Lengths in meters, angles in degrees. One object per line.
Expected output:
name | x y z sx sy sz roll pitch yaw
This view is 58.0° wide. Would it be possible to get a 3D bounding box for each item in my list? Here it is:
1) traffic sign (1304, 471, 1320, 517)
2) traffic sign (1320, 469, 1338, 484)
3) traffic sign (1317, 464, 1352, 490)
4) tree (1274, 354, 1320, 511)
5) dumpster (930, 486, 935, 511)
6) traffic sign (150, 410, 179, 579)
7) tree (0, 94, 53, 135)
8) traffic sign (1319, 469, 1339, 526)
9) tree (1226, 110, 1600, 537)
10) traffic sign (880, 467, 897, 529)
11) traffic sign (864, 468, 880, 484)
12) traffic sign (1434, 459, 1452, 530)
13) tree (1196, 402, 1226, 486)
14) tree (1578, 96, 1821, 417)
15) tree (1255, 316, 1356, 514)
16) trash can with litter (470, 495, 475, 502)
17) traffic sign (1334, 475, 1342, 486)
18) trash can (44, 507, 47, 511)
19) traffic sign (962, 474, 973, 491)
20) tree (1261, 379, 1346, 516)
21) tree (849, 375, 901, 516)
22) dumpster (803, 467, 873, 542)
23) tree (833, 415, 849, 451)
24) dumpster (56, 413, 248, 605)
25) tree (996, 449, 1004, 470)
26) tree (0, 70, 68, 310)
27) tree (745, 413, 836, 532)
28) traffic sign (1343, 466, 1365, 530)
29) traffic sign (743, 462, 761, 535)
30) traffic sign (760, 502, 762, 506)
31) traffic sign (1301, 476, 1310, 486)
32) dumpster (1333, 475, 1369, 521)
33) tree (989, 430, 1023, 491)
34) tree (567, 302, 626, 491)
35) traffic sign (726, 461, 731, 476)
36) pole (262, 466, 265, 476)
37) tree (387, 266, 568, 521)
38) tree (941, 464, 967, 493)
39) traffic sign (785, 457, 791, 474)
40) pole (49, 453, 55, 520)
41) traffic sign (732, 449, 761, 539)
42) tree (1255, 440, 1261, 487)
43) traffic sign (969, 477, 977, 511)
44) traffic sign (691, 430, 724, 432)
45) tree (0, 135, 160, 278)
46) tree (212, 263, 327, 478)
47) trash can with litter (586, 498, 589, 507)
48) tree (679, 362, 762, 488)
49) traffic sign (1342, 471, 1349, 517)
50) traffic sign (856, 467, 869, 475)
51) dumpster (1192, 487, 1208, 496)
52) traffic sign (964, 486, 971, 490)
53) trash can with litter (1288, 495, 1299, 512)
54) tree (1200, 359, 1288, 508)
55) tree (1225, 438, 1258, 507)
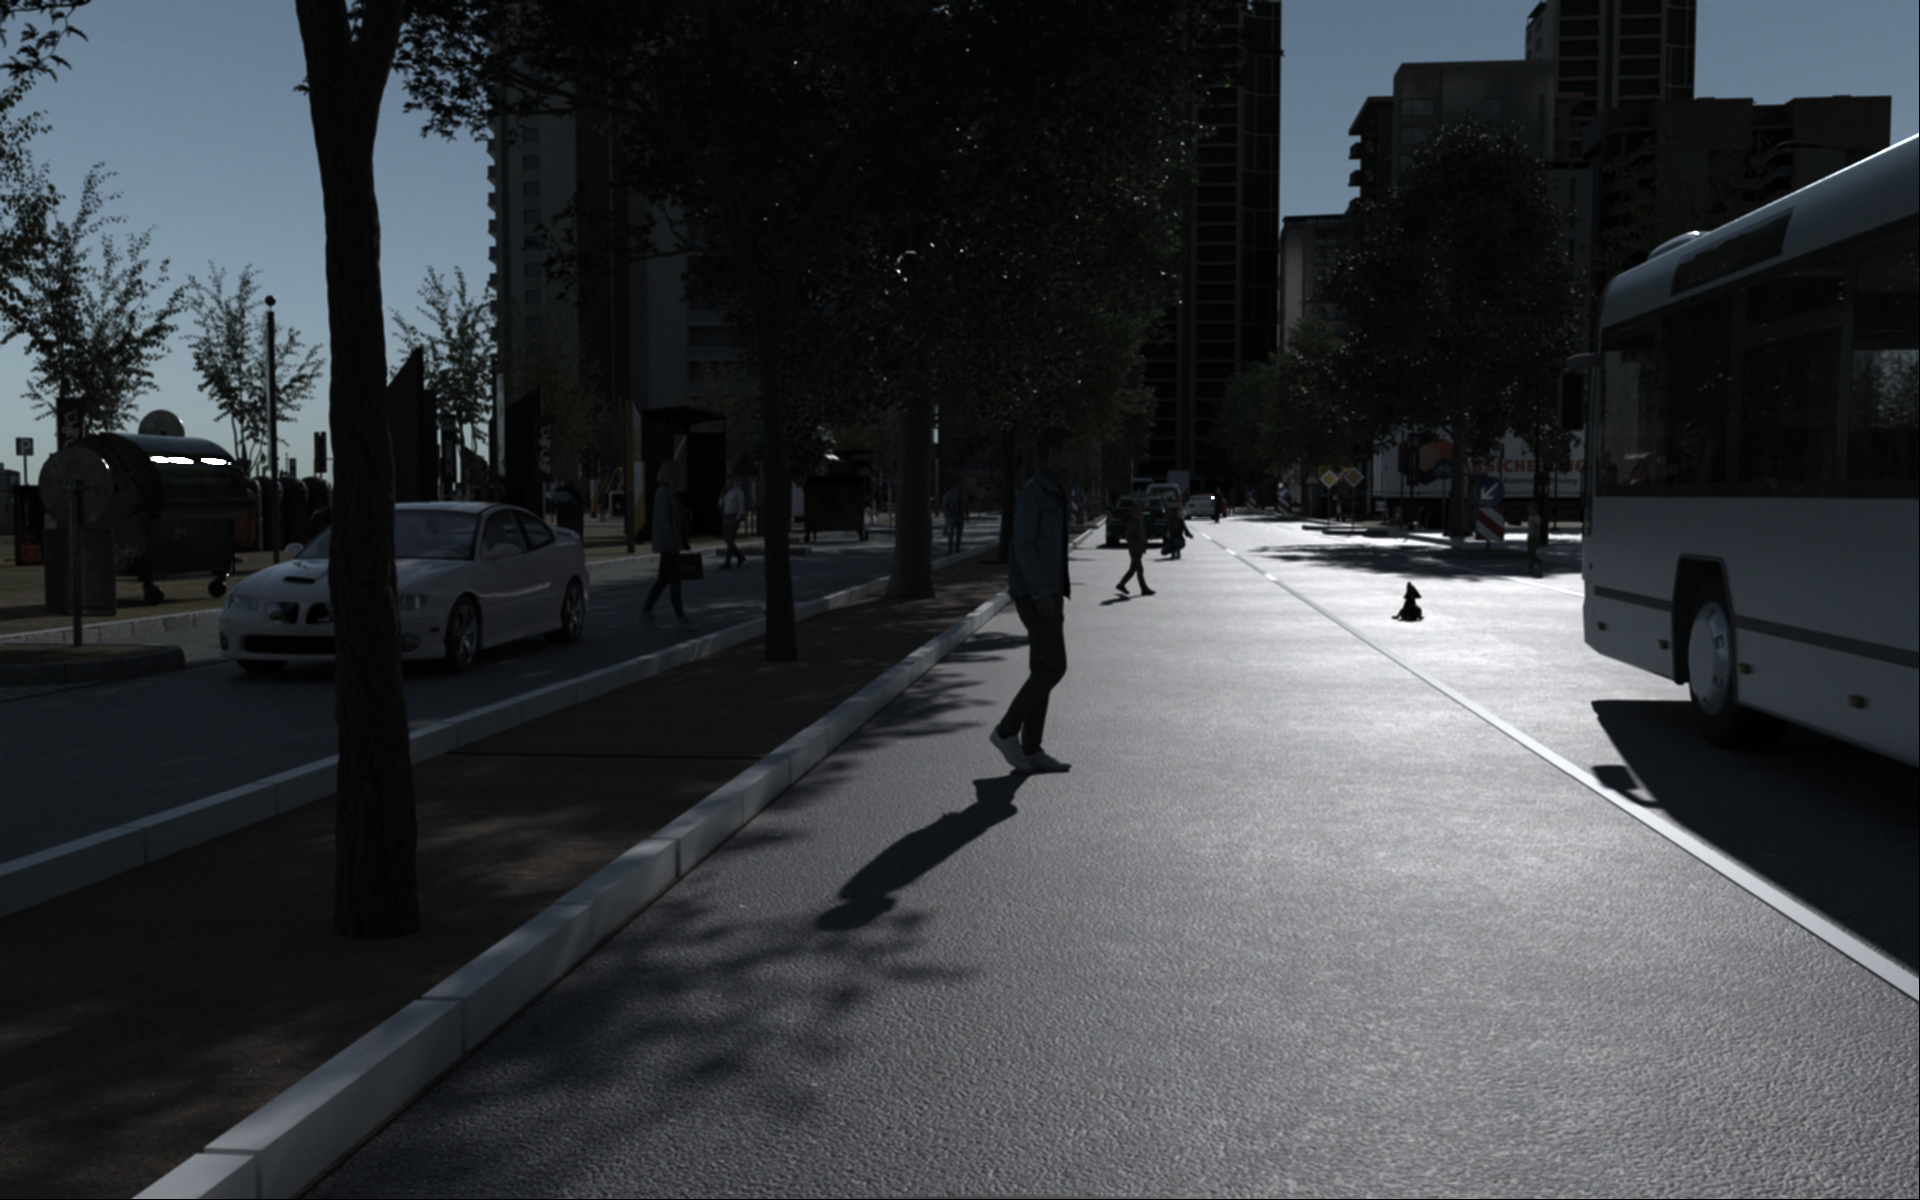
traffic sign | 19.379 -5.833 95.370 0.884 2.594 0.081 1 4 12
traffic sign | 19.169 -5.507 90.042 0.884 2.594 0.081 1 4 14
traffic sign | 25.071 -7.464 115.904 2.265 3.308 0.079 1 4 9
tree | 23.801 -12.519 130.438 9.928 11.665 9.643 0 3 0
dumpster | -2.224 -5.643 94.751 1.502 2.255 1.985 0 4 6
traffic sign | -12.085 -1.596 26.206 0.768 2.556 0.104 1 4 9
tree | -16.831 -4.754 28.097 4.360 8.622 3.978 0 3 0
traffic sign | 14.839 -4.039 69.675 0.795 2.450 0.064 0 4 6
tree | 15.003 -8.262 52.090 9.611 12.733 9.660 0 3 0
traffic sign | -2.539 -3.659 63.464 0.795 2.450 0.064 0 4 6
traffic sign | -3.887 -4.544 75.487 0.795 2.450 0.064 1 4 12
traffic sign | 17.367 -3.795 62.147 0.768 2.556 0.104 0 4 7
tree | 30.757 -16.738 190.667 9.611 12.733 9.660 0 3 0
tree | 13.993 -5.038 32.732 4.737 8.622 4.395 0 3 0
tree | 22.578 -11.766 110.503 7.486 12.596 7.792 0 3 0
trash can with litter | -24.294 -4.667 87.368 2.233 1.210 1.678 -1 4 -14
traffic sign | 25.141 -7.059 115.526 0.768 2.556 0.104 0 4 7
trash can | -60.846 -6.356 115.580 0.748 1.137 0.748 0 3 0
traffic sign | 0.421 -6.844 111.906 0.884 2.594 0.081 0 4 7
tree | 20.757 -9.228 101.233 4.360 8.622 3.978 0 3 0
tree | -4.223 -9.347 103.190 4.360 8.622 3.978 0 3 0
dumpster | -3.666 -2.872 51.912 1.985 2.255 1.502 0 4 7
tree | -7.019 -10.871 128.103 4.360 8.622 3.978 0 3 0
dumpster | -9.699 -1.113 20.688 1.502 2.255 1.985 0 4 6
tree | 4.944 -13.035 163.489 4.737 8.622 4.395 0 3 0
tree | -14.175 -4.405 22.379 4.737 8.622 4.395 0 3 0
tree | -5.791 -4.576 58.537 4.285 4.588 4.351 0 3 0
traffic sign | 14.015 -3.553 61.732 0.795 2.450 0.064 0 4 6
traffic sign | -6.538 -3.200 54.454 0.606 2.300 0.079 1 4 10
traffic sign | -8.306 -4.408 72.180 0.768 2.556 0.104 1 4 12
traffic sign | 23.802 -7.266 118.904 0.768 2.556 0.104 1 4 8
dumpster | 18.741 -4.929 83.085 1.502 2.255 1.985 0 4 6
tree | 4.142 -12.025 146.969 4.360 8.622 3.978 0 3 0
tree | -14.803 -6.789 61.357 4.737 8.622 4.395 0 3 0
traffic sign | -8.769 -3.873 63.437 0.768 2.556 0.104 1 4 11
pole | -51.294 -8.185 127.674 0.158 3.312 0.155 0 3 0
tree | -15.916 -6.413 55.210 4.737 8.622 4.395 0 3 0
tree | -0.535 -7.110 110.851 1.663 3.219 1.824 0 3 0
traffic sign | -5.729 -3.338 54.675 0.768 2.556 0.104 0 4 8
pole | -45.434 -5.678 86.683 0.158 3.312 0.155 0 3 0
traffic sign | -6.126 -3.033 49.596 0.884 2.594 0.081 1 4 13
tree | 25.389 -11.504 138.455 4.360 8.622 3.978 0 3 0
traffic sign | 0.914 -7.907 129.386 0.768 2.556 0.104 0 4 7
traffic sign | -8.595 -3.751 55.204 2.265 3.308 0.079 1 4 10
tree | -19.394 -5.364 38.058 4.360 8.622 3.978 0 3 0
tree | -22.669 -6.402 55.039 4.360 8.622 3.978 0 3 0
trash can with litter | -29.085 -7.511 134.184 0.624 1.170 1.055 1 4 13
tree | -12.465 -8.877 95.501 4.737 8.622 4.395 0 3 0
traffic sign | 21.642 -5.895 96.483 0.768 2.556 0.104 1 4 16
traffic sign | -4.591 -5.033 82.396 0.768 2.556 0.104 1 4 13
dumpster | 29.566 -12.746 213.342 1.985 2.255 1.502 0 4 6
traffic sign | 0.358 -7.691 125.754 0.884 2.594 0.081 1 4 15
trash can with litter | 23.196 -6.836 122.824 1.678 1.210 2.233 1 4 22
tree | 26.994 -15.115 157.504 12.009 13.543 11.850 0 3 0
tree | 29.260 -13.863 177.023 4.737 8.622 4.395 0 3 0
